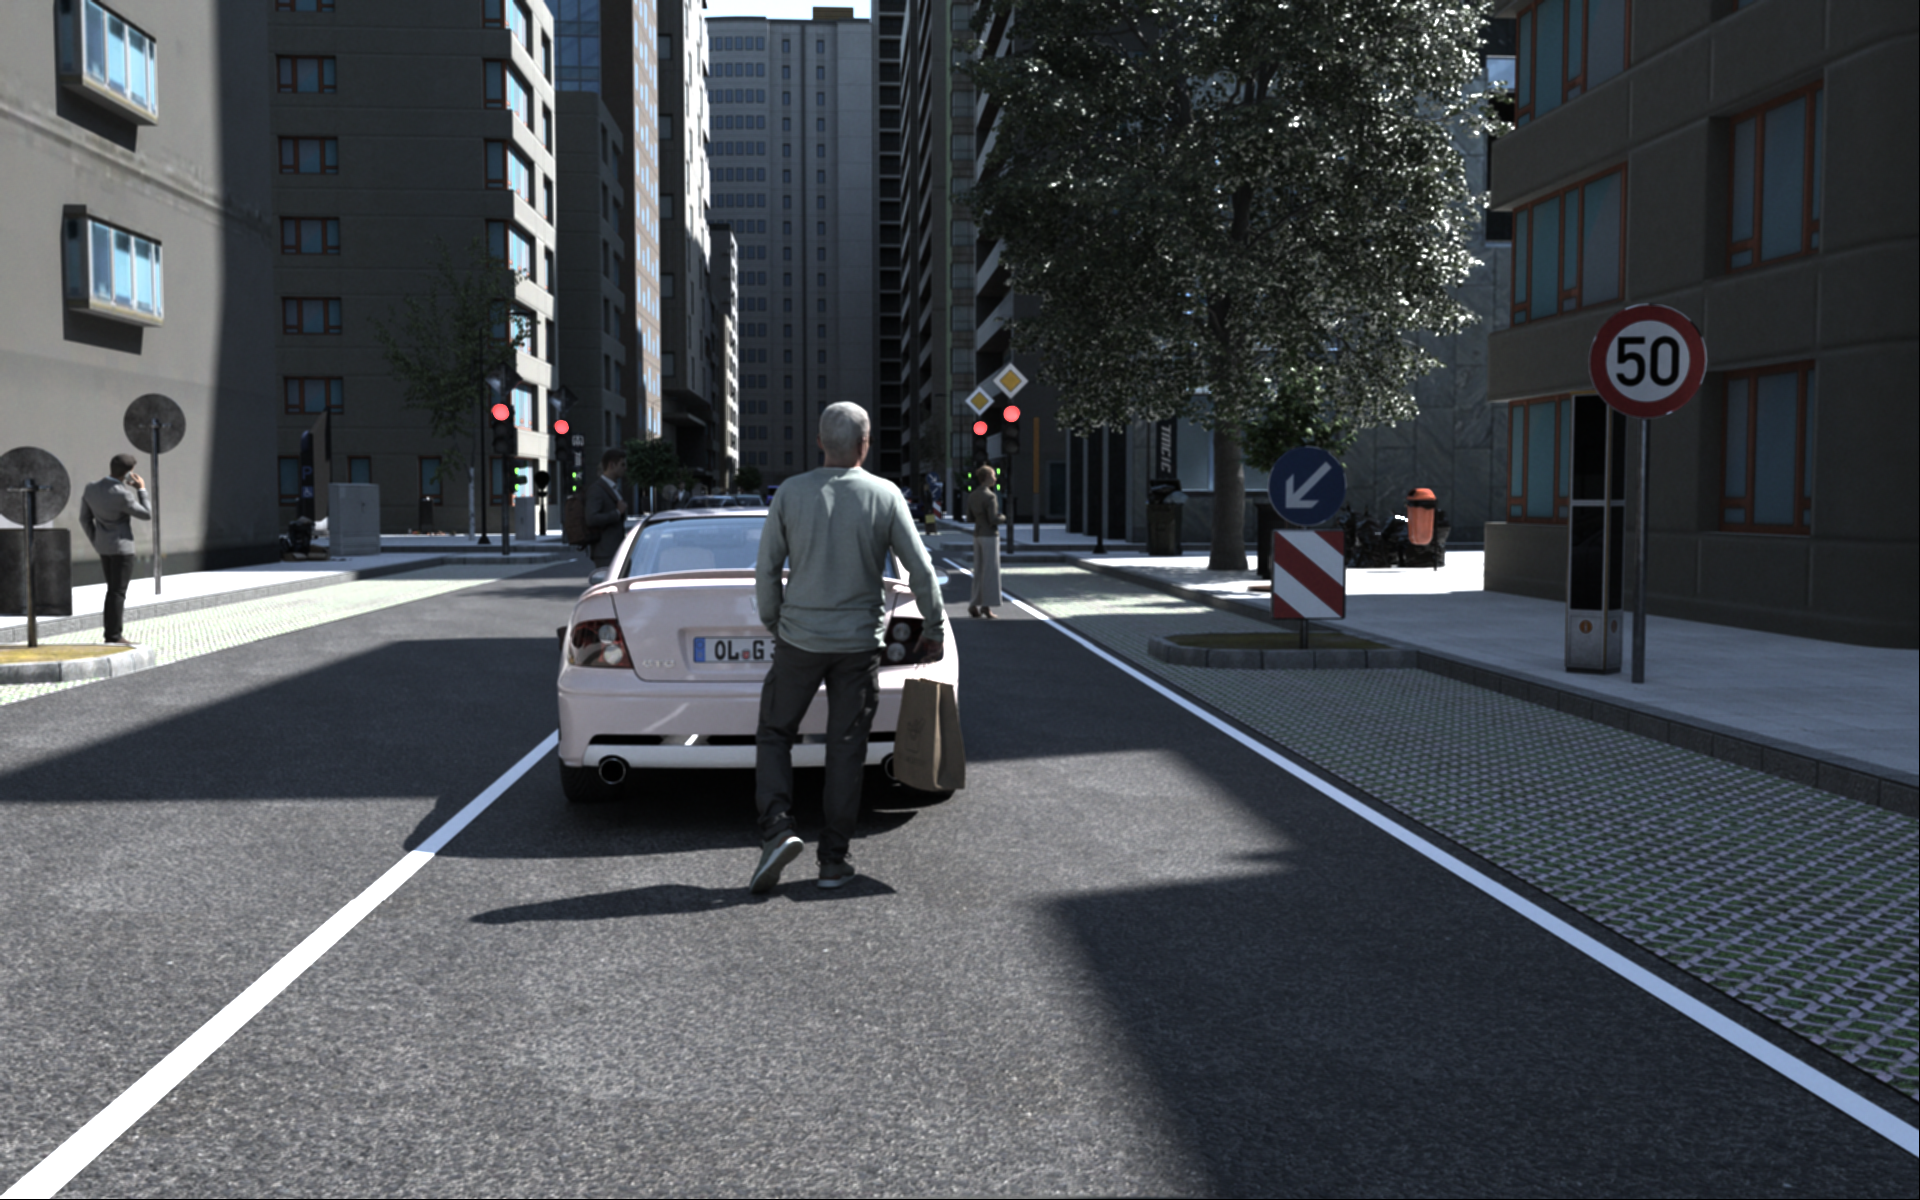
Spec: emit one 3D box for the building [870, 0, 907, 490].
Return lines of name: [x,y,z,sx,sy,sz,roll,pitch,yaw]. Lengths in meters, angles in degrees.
building: [-0.629,-47.452,214.096,20.611,71.187,20.563,0,4,-4]

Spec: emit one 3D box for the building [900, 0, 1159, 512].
building: [5.556,-32.827,160.429,21.300,48.544,21.600,0,4,-4]

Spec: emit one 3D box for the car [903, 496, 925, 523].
car: [-2.583,-4.499,86.146,1.945,1.354,3.894,0,4,-4]

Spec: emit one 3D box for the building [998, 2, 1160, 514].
building: [7.796,-31.515,138.974,21.300,48.544,21.600,0,4,-4]

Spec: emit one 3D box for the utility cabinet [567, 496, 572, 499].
utility cabinet: [-12.929,-2.848,57.728,0.306,1.237,1.020,0,4,6]

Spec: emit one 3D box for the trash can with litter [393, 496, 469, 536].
trash can with litter: [-16.345,-2.618,53.858,2.233,1.210,1.678,1,4,22]

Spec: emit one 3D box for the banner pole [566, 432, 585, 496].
banner pole: [-13.698,-4.368,61.440,0.863,3.779,0.401,-1,4,-12]

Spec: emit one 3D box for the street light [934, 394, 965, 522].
street light: [-0.496,-6.586,80.217,1.470,5.913,1.316,0,4,-4]

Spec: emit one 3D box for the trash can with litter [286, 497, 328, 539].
trash can with litter: [-18.775,-2.322,49.030,1.678,1.210,2.233,-1,4,-22]

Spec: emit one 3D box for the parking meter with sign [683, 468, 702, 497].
parking meter with sign: [-17.866,-7.426,117.681,1.738,3.016,0.543,0,4,1]

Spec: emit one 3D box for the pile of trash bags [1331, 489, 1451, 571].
pile of trash bags: [7.599,-1.247,30.147,1.912,1.369,3.447,0,4,-3]

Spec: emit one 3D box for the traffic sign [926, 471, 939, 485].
traffic sign: [-1.539,-5.963,97.599,0.768,2.556,0.104,0,4,-4]

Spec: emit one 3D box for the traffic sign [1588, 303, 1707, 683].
traffic sign: [4.606,-0.708,11.689,0.768,2.556,0.104,0,4,6]

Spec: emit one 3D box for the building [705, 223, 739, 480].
building: [-30.990,-25.343,186.057,14.107,30.474,14.160,0,4,-4]

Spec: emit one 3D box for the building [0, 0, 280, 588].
building: [-22.495,-24.222,19.735,21.600,48.544,21.300,0,4,-4]

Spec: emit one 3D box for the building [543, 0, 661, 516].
building: [-26.437,-27.991,107.761,14.600,45.320,14.200,0,4,-4]

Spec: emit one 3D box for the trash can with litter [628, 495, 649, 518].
trash can with litter: [-17.364,-5.048,93.594,2.233,1.210,1.678,0,4,-3]

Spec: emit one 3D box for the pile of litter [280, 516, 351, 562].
pile of litter: [-12.601,-1.177,33.207,1.719,0.858,1.176,0,4,-7]

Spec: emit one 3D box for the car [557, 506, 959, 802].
car: [-1.049,0.175,9.504,2.083,1.381,4.827,0,4,-5]

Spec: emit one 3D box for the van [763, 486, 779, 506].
van: [-13.167,-7.447,126.144,2.240,2.365,5.245,0,4,-6]

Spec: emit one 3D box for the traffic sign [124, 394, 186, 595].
traffic sign: [-10.217,-1.338,21.990,0.768,2.556,0.104,0,4,-3]

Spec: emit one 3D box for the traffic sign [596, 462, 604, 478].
traffic sign: [-13.325,-3.989,65.324,0.768,2.556,0.104,0,4,-2]

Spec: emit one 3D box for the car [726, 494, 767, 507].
car: [-6.846,-2.604,54.367,2.131,1.459,4.920,0,4,-6]

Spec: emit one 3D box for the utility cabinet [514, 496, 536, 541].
utility cabinet: [-12.082,-2.258,48.087,0.306,1.237,1.020,-2,4,-31]

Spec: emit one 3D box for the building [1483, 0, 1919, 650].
building: [21.807,-10.032,9.069,27.650,21.520,28.899,0,4,-4]

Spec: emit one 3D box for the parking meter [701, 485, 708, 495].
parking meter: [-16.983,-6.693,115.135,0.399,1.863,0.255,2,4,24]

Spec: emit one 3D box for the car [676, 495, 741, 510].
car: [-6.812,-2.190,47.804,2.014,1.417,4.499,0,4,-4]

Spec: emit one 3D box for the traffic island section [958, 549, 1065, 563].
traffic island section: [1.097,-0.911,37.172,2.009,0.180,2.903,0,4,-4]

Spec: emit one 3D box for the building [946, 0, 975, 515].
building: [6.016,-26.085,110.080,14.154,41.232,14.086,0,4,-4]

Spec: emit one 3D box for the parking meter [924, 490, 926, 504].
parking meter: [-1.982,-5.833,101.080,0.255,1.863,0.399,0,4,1]

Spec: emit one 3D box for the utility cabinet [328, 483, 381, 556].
utility cabinet: [-12.599,-1.675,36.073,0.318,1.500,1.173,2,4,23]

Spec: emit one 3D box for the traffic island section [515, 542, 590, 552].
traffic island section: [-10.138,-1.352,44.381,2.009,0.180,2.903,0,4,-4]

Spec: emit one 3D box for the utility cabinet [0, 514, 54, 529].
utility cabinet: [-10.793,-0.512,19.534,0.306,1.237,1.020,3,5,39]

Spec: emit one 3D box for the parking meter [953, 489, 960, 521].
parking meter: [-0.149,-4.591,83.474,0.372,1.533,0.369,0,3,0]

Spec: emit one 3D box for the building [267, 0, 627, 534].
building: [-28.947,-13.650,68.218,27.650,21.520,28.899,0,4,-4]

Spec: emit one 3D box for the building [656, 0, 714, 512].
building: [-33.207,-33.131,130.928,28.713,52.752,27.495,0,4,-4]

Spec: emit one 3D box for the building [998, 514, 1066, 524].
building: [12.162,-28.179,84.435,21.300,48.544,21.600,0,4,-4]

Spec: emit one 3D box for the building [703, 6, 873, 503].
building: [-24.990,-41.035,212.922,28.212,58.520,21.231,0,4,-4]

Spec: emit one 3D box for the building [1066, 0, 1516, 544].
building: [19.126,-45.370,54.473,31.000,86.520,22.319,0,4,-4]

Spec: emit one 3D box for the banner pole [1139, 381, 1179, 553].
banner pole: [4.342,-2.923,37.806,0.863,3.779,0.401,0,4,-2]

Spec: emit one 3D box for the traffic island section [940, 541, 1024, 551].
traffic island section: [0.527,-1.398,45.137,2.009,0.180,2.903,0,4,-4]

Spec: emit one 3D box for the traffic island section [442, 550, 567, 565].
traffic island section: [-9.568,-0.865,36.416,2.009,0.180,2.903,0,4,-4]

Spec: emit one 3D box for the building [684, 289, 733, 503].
building: [-35.785,-19.258,159.913,27.650,21.520,28.899,0,4,-4]

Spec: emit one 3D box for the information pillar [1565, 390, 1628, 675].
information pillar: [4.561,-0.484,12.411,0.304,2.012,0.304,3,5,44]
